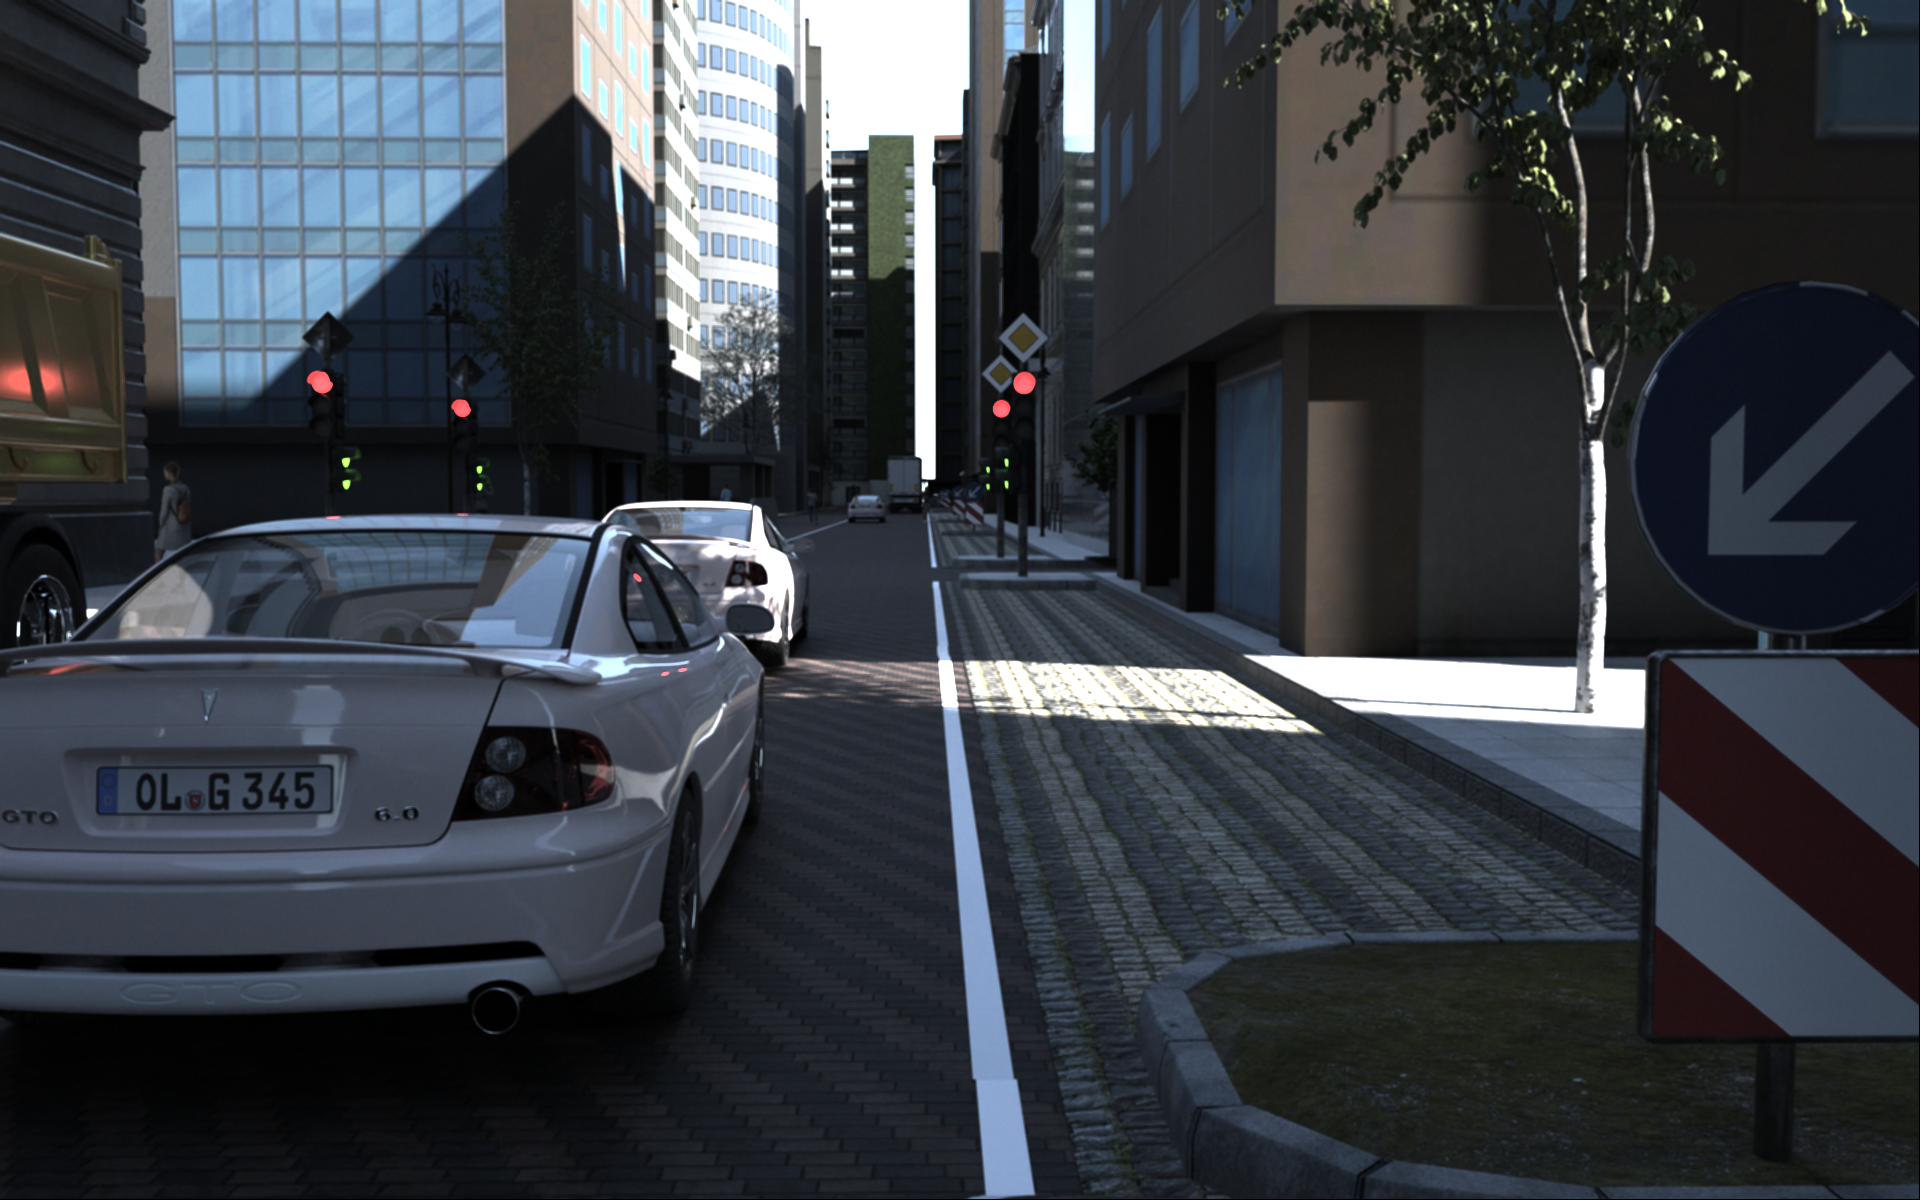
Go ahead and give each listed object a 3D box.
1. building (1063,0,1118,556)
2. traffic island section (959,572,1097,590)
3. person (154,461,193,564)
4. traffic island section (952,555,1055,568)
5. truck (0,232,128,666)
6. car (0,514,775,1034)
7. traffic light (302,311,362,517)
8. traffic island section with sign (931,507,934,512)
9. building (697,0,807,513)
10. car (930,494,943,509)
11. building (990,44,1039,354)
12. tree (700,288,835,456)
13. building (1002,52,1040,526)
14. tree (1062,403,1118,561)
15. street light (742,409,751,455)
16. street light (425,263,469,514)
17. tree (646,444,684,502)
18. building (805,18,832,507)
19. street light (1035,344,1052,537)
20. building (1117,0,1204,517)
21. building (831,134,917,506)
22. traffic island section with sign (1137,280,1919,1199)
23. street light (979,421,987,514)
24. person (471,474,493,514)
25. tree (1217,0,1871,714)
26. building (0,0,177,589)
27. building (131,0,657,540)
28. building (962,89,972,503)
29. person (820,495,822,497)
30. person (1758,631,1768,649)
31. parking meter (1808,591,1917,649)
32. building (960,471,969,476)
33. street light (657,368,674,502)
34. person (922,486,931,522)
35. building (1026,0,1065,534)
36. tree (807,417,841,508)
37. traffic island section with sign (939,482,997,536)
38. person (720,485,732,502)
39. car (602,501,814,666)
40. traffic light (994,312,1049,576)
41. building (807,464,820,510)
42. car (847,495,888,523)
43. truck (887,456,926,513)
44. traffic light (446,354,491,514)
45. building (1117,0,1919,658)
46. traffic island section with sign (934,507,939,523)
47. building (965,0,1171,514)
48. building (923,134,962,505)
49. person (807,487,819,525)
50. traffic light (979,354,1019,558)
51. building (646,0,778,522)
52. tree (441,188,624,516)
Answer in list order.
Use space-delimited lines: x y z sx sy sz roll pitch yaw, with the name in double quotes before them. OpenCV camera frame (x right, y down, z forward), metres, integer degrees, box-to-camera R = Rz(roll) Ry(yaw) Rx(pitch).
"building" 12.860 -13.628 40.834 19.932 24.808 12.078 0 4 -1
"traffic island section" 1.001 -0.290 27.025 2.009 0.180 2.903 0 4 -1
"person" -10.096 -0.931 22.261 0.522 1.701 0.512 1 4 16
"traffic island section" 0.843 -0.778 35.009 2.009 0.180 2.903 0 4 -1
"truck" -6.702 -0.677 6.989 3.469 3.379 9.791 0 4 -3
"car" -1.727 0.383 6.099 2.083 1.381 4.827 0 4 -3
"traffic light" -9.698 -2.310 26.684 0.839 4.253 0.868 0 4 -1
"traffic island section with sign" -1.165 -7.857 137.084 1.989 1.847 2.006 0 4 -1
"building" -22.440 -35.518 122.717 21.231 58.520 28.212 0 4 -1
"car" -2.005 -9.601 168.971 2.014 1.417 4.499 0 3 0
"building" 8.341 -18.316 96.732 12.463 27.353 25.104 0 4 -1
"tree" -12.491 -11.796 103.232 12.009 13.543 11.850 0 3 0
"building" 8.372 -15.091 76.419 12.332 23.373 15.834 0 4 -1
"tree" 2.804 -2.396 33.782 1.663 3.219 1.824 0 3 0
"street light" -11.388 -7.317 92.424 0.468 5.910 1.993 0 4 -1
"street light" -10.297 -3.799 34.903 0.468 5.910 1.993 0 4 -1
"tree" -11.487 -4.426 66.966 1.663 3.219 1.824 0 3 0
"building" -24.074 -33.688 174.493 21.600 48.544 21.300 0 4 -1
"street light" 2.492 -4.859 52.232 0.468 5.910 1.993 0 4 -1
"building" 8.076 -28.673 118.909 14.600 45.320 14.200 0 4 -1
"building" -12.022 -31.572 199.796 14.086 41.232 14.154 0 4 -1
"traffic island section with sign" 1.459 0.282 4.023 1.989 1.847 2.006 0 4 -1
"street light" 1.488 -8.375 109.717 0.468 5.910 1.993 0 4 -1
"person" -12.658 -2.429 45.941 0.473 1.802 0.592 -2 4 -34
"tree" 3.466 -3.637 9.826 4.737 8.622 4.395 0 3 0
"building" -21.064 -11.690 20.004 19.941 23.489 11.050 0 4 -1
"building" -17.701 -24.713 54.169 14.600 45.320 14.200 0 4 -1
"building" 7.193 -30.266 178.439 14.154 41.232 14.086 0 4 -1
"person" -13.656 -9.645 163.744 1.348 1.824 0.705 1 4 17
"person" 5.815 -0.332 12.301 0.563 1.720 0.643 -1 4 -23
"parking meter" 2.868 0.009 5.566 0.255 1.863 0.399 0 4 3
"building" 12.077 -32.809 156.043 23.786 49.044 30.456 0 4 -1
"street light" -10.818 -5.559 63.680 0.468 5.910 1.993 0 4 -1
"person" -1.711 -4.843 87.651 0.573 1.828 0.580 -2 4 -28
"building" 9.432 -16.641 57.989 13.634 28.700 20.117 0 4 -1
"tree" -12.947 -12.968 162.390 4.360 8.622 3.978 0 3 0
"traffic island section with sign" 0.363 -3.118 59.603 1.989 1.847 2.006 0 4 -1
"person" -13.273 -5.653 98.485 0.660 1.820 0.620 -2 4 -35
"car" -2.399 -0.209 15.775 2.083 1.381 4.827 0 4 -2
"traffic light" 0.960 -2.324 26.910 0.839 4.253 0.868 0 4 -1
"building" -22.562 -43.337 146.810 20.563 71.187 20.611 0 4 -1
"car" -4.732 -4.641 88.249 2.083 1.381 4.827 0 4 -1
"truck" -4.172 -8.897 134.376 2.839 4.237 11.283 0 4 0
"traffic light" -9.857 -2.798 34.668 0.839 4.253 0.868 0 4 -1
"building" 9.122 -22.563 19.012 14.600 45.320 14.200 0 4 -1
"traffic island section with sign" -0.174 -4.779 86.770 1.989 1.847 2.006 0 4 -1
"building" 7.738 -29.571 133.604 14.600 45.320 14.200 0 4 -1
"building" 9.470 -33.649 204.779 28.867 44.769 22.147 0 4 -1
"person" -6.896 -4.425 81.434 0.593 1.750 0.643 -1 4 -11
"traffic light" 0.802 -2.812 34.894 0.839 4.253 0.868 0 4 -1
"building" -25.381 -23.813 81.224 32.217 40.220 23.993 0 4 -1
"tree" -10.504 -5.656 42.833 4.737 8.622 4.395 0 3 0
